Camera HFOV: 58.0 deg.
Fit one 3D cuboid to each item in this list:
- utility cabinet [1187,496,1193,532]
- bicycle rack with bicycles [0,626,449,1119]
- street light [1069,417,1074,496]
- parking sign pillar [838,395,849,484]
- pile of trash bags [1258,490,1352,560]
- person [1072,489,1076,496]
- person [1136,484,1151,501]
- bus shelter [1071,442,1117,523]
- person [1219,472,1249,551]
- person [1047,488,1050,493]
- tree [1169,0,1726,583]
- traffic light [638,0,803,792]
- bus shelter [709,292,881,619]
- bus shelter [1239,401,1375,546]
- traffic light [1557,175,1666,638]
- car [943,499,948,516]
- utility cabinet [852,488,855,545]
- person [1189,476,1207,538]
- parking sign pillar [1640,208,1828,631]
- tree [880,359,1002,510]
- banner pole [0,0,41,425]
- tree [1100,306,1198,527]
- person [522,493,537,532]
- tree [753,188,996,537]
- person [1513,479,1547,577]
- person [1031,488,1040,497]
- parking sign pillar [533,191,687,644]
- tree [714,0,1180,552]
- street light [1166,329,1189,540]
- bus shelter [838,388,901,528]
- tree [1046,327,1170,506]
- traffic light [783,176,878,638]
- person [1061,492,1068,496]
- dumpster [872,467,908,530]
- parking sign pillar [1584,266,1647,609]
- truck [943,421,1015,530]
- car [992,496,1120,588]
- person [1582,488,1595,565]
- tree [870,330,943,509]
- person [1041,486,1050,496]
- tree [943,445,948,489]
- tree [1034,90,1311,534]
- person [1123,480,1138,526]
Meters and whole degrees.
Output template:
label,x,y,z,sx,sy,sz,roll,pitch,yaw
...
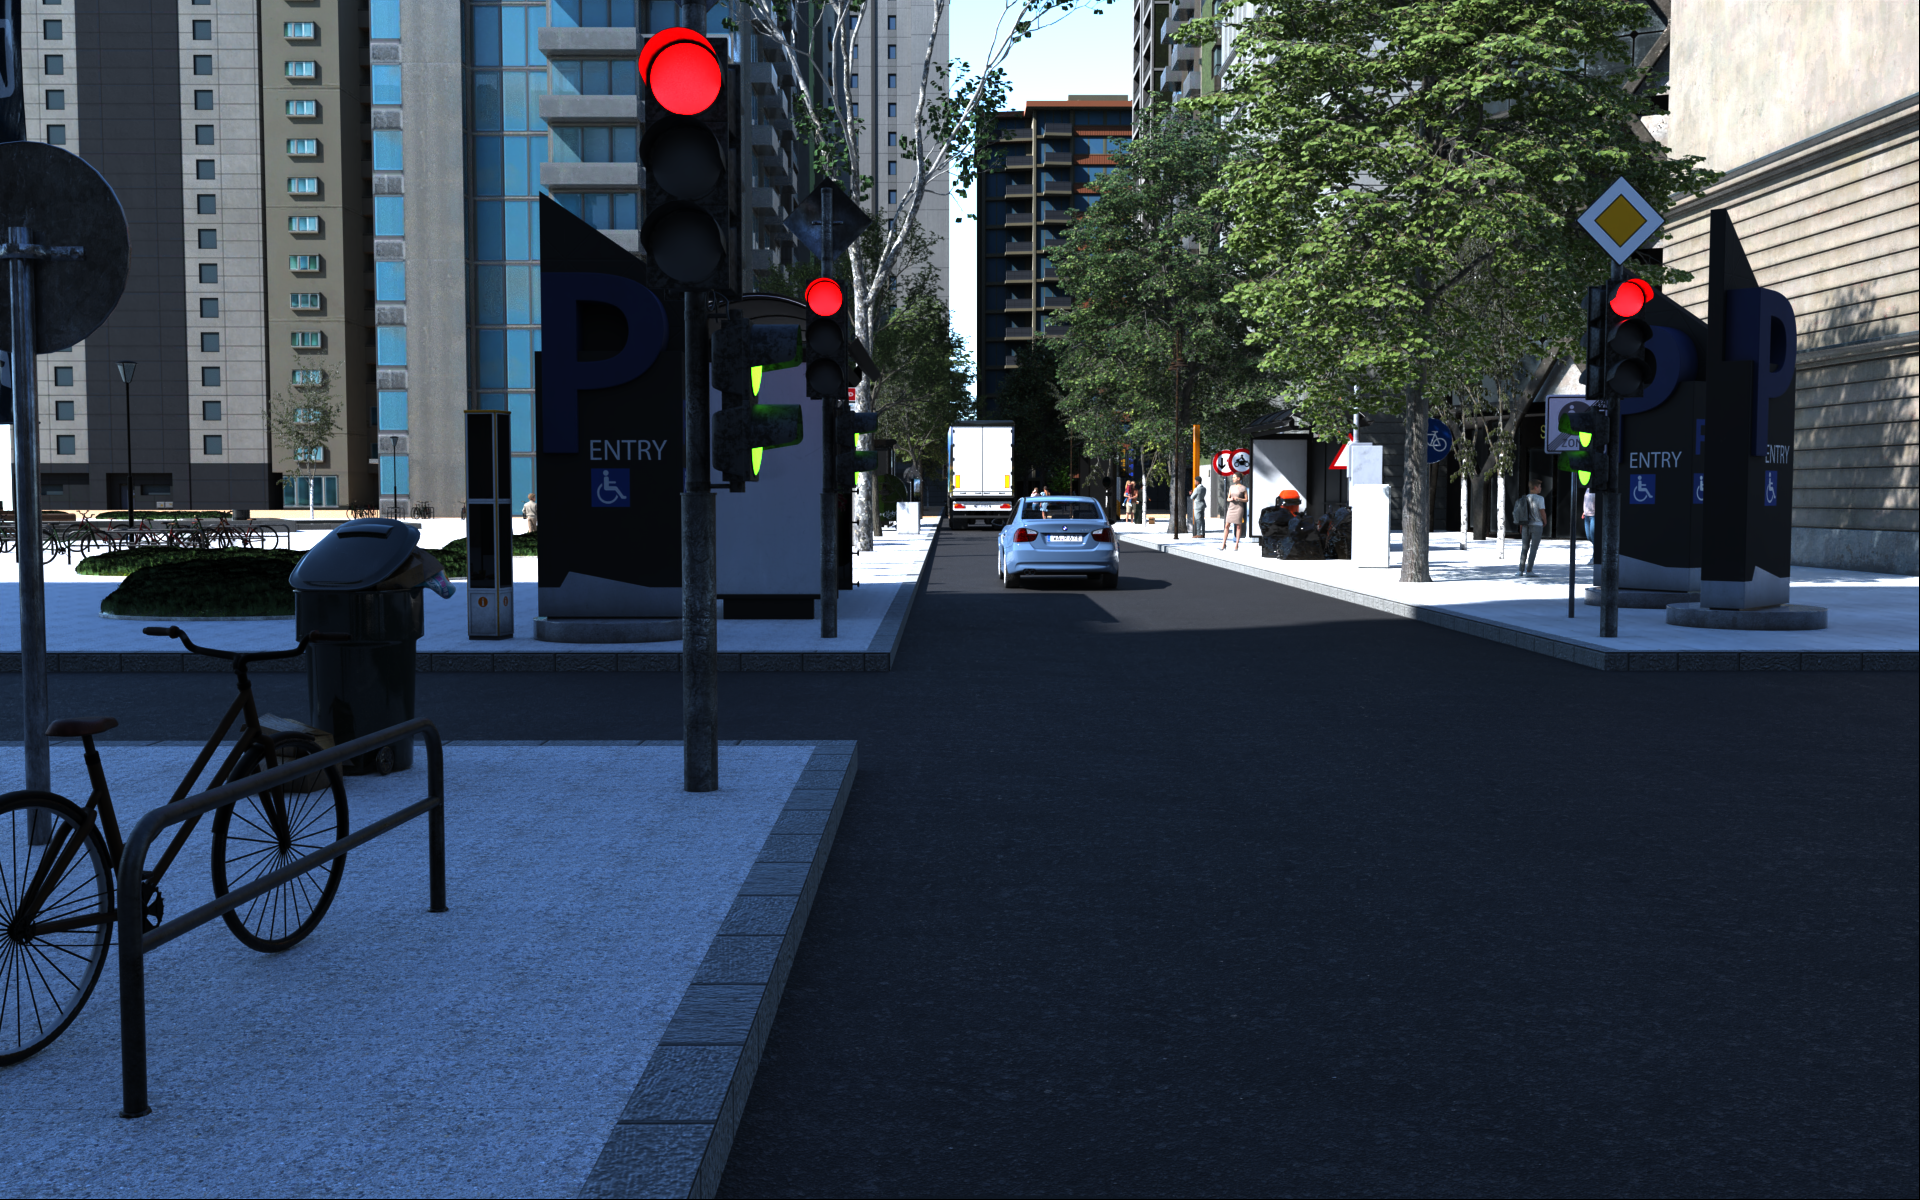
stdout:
label,x,y,z,sx,sy,sz,roll,pitch,yaw
utility cabinet,8.043,-2.971,59.743,0.306,1.237,1.020,1,4,17
bicycle rack with bicycles,-2.679,0.554,4.332,2.852,0.926,2.925,0,4,4
street light,5.777,-7.160,89.855,0.468,5.910,1.993,0,4,0
parking sign pillar,-3.507,-3.569,46.832,1.447,3.967,1.447,2,4,28
pile of trash bags,6.991,-1.552,35.126,1.912,1.369,3.447,0,4,-4
person,9.550,-8.380,143.850,0.721,1.735,1.217,-1,4,-14
person,10.036,-5.458,95.309,0.705,1.821,1.348,-2,4,-29
bus shelter,6.242,-5.463,80.606,1.731,3.624,6.357,0,4,0
person,6.195,-2.005,39.162,0.599,1.781,0.374,2,4,34
person,7.179,-8.229,140.662,0.705,1.814,1.350,0,4,-3
tree,6.748,-6.505,24.476,7.486,12.596,7.792,0,3,0
traffic light,-1.105,-1.130,7.396,0.839,4.253,0.868,0,4,0
bus shelter,-2.041,-1.606,20.188,2.014,3.302,5.546,0,4,0
bus shelter,7.922,-2.827,40.153,2.014,3.302,5.546,0,4,0
traffic light,5.806,-1.622,15.440,0.839,4.253,0.868,0,4,0
car,-0.115,-6.382,114.131,2.009,1.686,4.222,0,4,-2
utility cabinet,-2.786,-2.112,43.202,0.318,1.500,1.173,-1,4,-18
person,6.925,-2.710,50.525,0.466,1.800,0.511,2,4,28
parking sign pillar,7.697,-1.736,16.855,1.447,3.967,1.447,3,5,43
tree,-2.891,-13.783,135.719,12.009,13.543,11.850,0,3,0
banner pole,-4.400,-1.081,7.693,0.863,3.779,0.401,2,4,23
tree,7.334,-7.107,66.555,4.737,8.622,4.395,0,3,0
person,-11.337,-2.172,45.826,0.475,1.303,0.640,-1,4,-11
tree,-2.812,-7.192,51.994,7.601,10.594,8.767,0,4,2
person,8.843,-1.117,26.905,0.503,1.515,0.523,1,4,17
person,3.907,-4.761,86.932,0.593,1.750,0.643,-3,5,-42
parking sign pillar,-3.091,-1.650,15.442,1.447,3.967,1.447,0,4,-1
tree,-0.885,-11.098,37.348,12.611,20.169,13.585,0,3,0
street light,6.109,-4.647,48.773,0.468,5.910,1.993,0,4,0
bus shelter,-3.503,-5.491,67.414,2.179,5.291,8.768,0,4,-1
tree,6.079,-7.553,73.848,4.360,8.622,3.978,0,3,0
traffic light,-1.155,-1.618,15.381,0.839,4.253,0.868,0,4,0
person,7.973,-7.664,132.275,0.541,1.710,0.530,0,4,-8
dumpster,-2.619,-3.581,61.040,1.502,2.255,1.985,0,4,0
parking sign pillar,7.976,-1.921,19.882,1.447,3.967,1.447,-2,4,-31
truck,0.745,-5.062,71.670,2.839,4.237,11.283,0,4,-1
car,1.526,-0.957,27.648,2.014,1.417,4.499,0,4,0
person,11.590,-1.519,31.554,0.598,1.740,0.731,-2,4,-23
tree,-3.171,-7.817,78.172,4.360,8.622,3.978,0,3,0
person,4.165,-4.597,83.750,0.616,1.811,0.778,0,4,1
tree,-3.055,-12.345,152.209,4.360,8.622,3.978,0,3,0
tree,7.212,-9.151,56.275,9.857,13.997,8.962,0,3,0
person,6.864,-3.906,69.874,0.573,1.828,0.580,2,4,33
